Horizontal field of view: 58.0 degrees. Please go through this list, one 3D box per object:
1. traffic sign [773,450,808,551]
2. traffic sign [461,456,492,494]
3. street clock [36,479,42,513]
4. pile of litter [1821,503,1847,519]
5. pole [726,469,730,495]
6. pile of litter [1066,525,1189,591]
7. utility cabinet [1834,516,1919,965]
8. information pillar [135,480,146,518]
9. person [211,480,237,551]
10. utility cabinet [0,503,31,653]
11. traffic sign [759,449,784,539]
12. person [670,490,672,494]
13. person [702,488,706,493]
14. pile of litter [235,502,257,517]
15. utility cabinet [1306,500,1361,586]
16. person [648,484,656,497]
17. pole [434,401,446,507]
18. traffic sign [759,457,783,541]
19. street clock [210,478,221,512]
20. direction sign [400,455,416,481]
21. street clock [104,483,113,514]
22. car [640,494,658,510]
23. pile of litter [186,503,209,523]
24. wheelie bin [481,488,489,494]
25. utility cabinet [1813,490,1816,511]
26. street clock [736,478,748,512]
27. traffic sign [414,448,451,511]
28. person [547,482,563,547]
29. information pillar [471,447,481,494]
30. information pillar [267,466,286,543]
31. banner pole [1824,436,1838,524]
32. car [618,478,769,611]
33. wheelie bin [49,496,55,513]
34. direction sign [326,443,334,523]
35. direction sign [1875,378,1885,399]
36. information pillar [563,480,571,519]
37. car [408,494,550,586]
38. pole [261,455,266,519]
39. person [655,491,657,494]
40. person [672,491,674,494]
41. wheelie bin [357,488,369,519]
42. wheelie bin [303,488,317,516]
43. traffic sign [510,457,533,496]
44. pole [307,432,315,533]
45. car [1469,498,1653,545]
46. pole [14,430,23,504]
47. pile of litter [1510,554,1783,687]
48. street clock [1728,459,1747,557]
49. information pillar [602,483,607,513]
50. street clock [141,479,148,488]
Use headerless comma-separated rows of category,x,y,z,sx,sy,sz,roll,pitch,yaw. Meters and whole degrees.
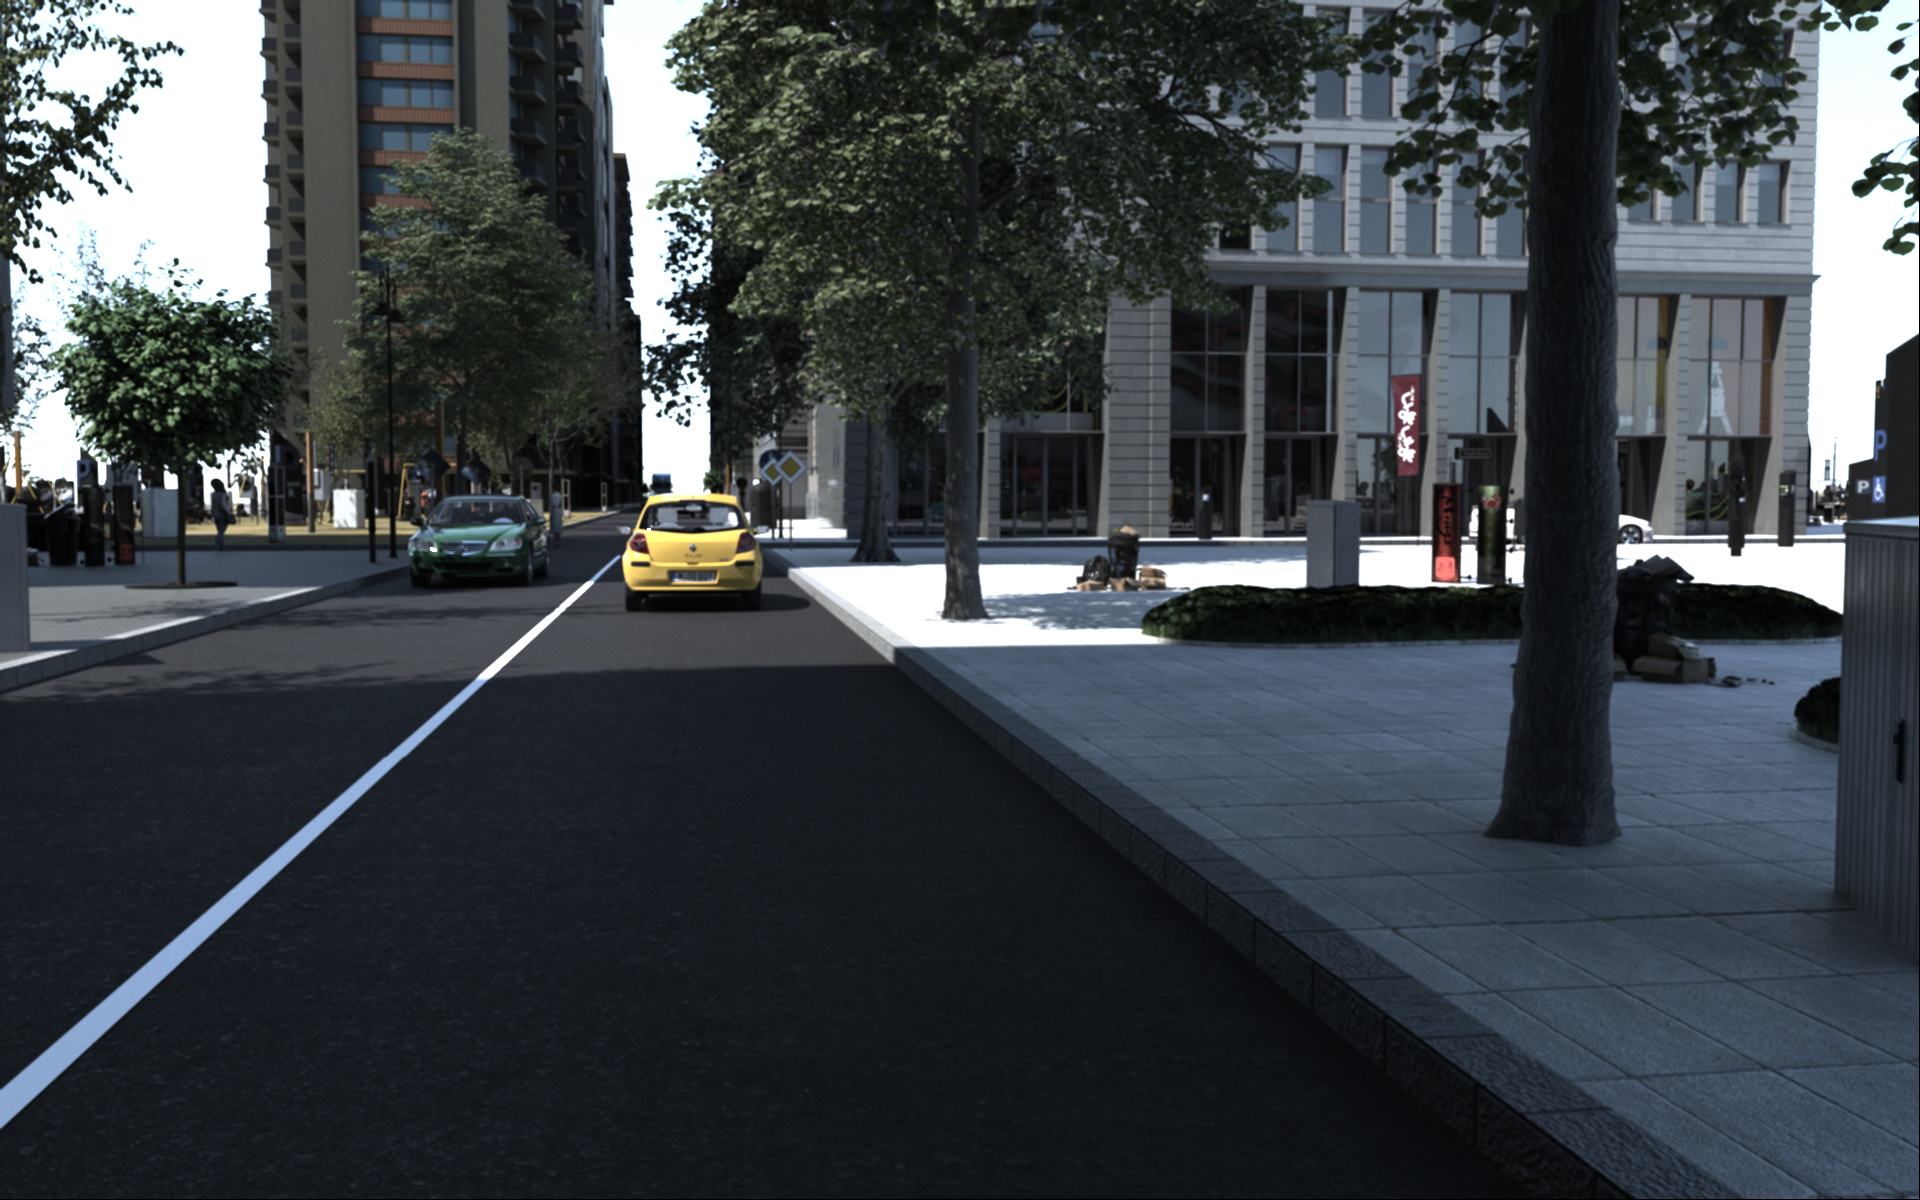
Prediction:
traffic sign,-3.844,-2.181,39.295,0.795,2.450,0.064,-1,4,-9
traffic sign,-12.835,-2.590,45.993,0.795,2.450,0.064,-1,4,-9
street clock,-45.280,-4.939,85.320,0.471,2.002,0.358,-2,4,-25
pile of litter,44.637,-4.519,87.848,1.176,0.858,1.719,-3,4,-36
pole,-14.985,-7.219,111.873,0.158,3.312,0.155,0,3,0
pile of litter,2.299,-0.572,23.310,1.719,0.858,1.176,0,4,6
utility cabinet,2.843,0.373,5.065,0.306,1.237,1.020,1,4,14
information pillar,-43.604,-5.350,91.959,0.304,2.012,0.304,-1,4,-12
person,-16.936,-1.868,39.636,0.593,1.750,0.643,2,4,29
utility cabinet,-7.954,-0.198,14.406,0.306,1.237,1.020,-2,4,-34
traffic sign,-5.354,-3.025,49.557,0.768,2.556,0.104,0,4,-1
person,-24.405,-8.391,146.217,0.617,1.759,0.750,0,4,-6
person,-14.974,-5.632,100.770,0.473,1.802,0.592,2,4,34
pile of litter,-39.777,-5.030,96.205,1.176,0.858,1.719,-3,5,-39
utility cabinet,3.970,-0.445,18.438,0.306,1.237,1.020,0,4,-5
person,-12.174,-3.704,69.086,0.620,1.820,0.660,0,4,-7
pole,-11.472,-2.715,38.235,0.158,3.312,0.155,0,3,0
traffic sign,-5.082,-2.663,47.184,0.795,2.450,0.064,-1,4,-9
street clock,-33.442,-4.486,77.910,0.471,2.002,0.358,-3,4,-38
direction sign,-32.208,-6.676,101.148,0.876,3.537,0.379,-1,4,-11
street clock,-44.521,-5.271,90.743,0.471,2.002,0.358,0,4,1
car,-28.667,-9.117,160.852,2.131,1.459,4.920,-1,4,-9
pile of litter,-34.457,-3.890,77.565,1.176,0.858,1.719,0,4,-2
wheelie bin,-24.358,-4.936,88.610,0.693,1.594,0.980,0,4,-8
utility cabinet,52.516,-5.910,105.305,0.318,1.500,1.173,-3,5,-39
street clock,-9.542,-4.359,75.842,0.471,2.002,0.358,2,4,34
traffic sign,-11.597,-2.108,38.104,0.795,2.450,0.064,-1,4,-9
person,-10.945,-2.294,46.573,0.524,1.755,0.480,1,4,12
information pillar,-24.154,-5.816,86.443,0.504,3.616,0.183,-3,5,-42
information pillar,-17.950,-2.507,45.481,0.304,2.012,0.304,2,4,24
banner pole,38.084,-5.228,75.493,0.401,3.779,0.863,1,4,19
car,-3.496,-0.766,22.749,2.015,1.641,3.980,-1,4,-8
wheelie bin,-47.217,-4.983,89.373,0.693,1.594,0.980,0,4,0
direction sign,-27.829,-5.172,76.552,0.379,3.537,0.876,-3,4,-38
direction sign,18.141,-2.579,34.170,0.379,3.537,0.876,1,4,14
information pillar,-20.386,-5.218,89.802,0.304,2.012,0.304,0,4,3
car,-7.844,-1.024,28.538,2.131,1.459,4.920,0,4,-8
pole,-36.357,-5.904,90.370,0.158,3.312,0.155,0,3,0
person,-30.304,-9.972,172.479,0.756,1.711,0.436,2,4,25
person,-30.097,-10.623,182.634,0.568,1.767,0.683,1,4,17
wheelie bin,-30.553,-4.953,88.890,0.980,1.594,0.693,0,4,-6
wheelie bin,-35.667,-5.328,95.016,0.693,1.594,0.980,1,4,18
traffic sign,-15.051,-3.635,59.534,0.768,2.556,0.104,0,4,-8
pole,-21.506,-3.886,57.374,0.158,3.312,0.155,0,3,0
car,15.952,-2.054,45.939,4.827,1.381,2.083,-1,4,-9
pole,-30.048,-3.758,55.294,0.158,3.312,0.155,0,3,0
pile of litter,4.749,0.112,12.136,1.176,0.858,1.719,-2,4,-33
street clock,15.939,-1.893,35.514,0.358,2.002,0.471,2,4,32
information pillar,-23.757,-6.804,115.732,0.304,2.012,0.304,0,4,0
street clock,-28.453,-3.442,60.849,0.471,2.002,0.358,-3,5,-44
